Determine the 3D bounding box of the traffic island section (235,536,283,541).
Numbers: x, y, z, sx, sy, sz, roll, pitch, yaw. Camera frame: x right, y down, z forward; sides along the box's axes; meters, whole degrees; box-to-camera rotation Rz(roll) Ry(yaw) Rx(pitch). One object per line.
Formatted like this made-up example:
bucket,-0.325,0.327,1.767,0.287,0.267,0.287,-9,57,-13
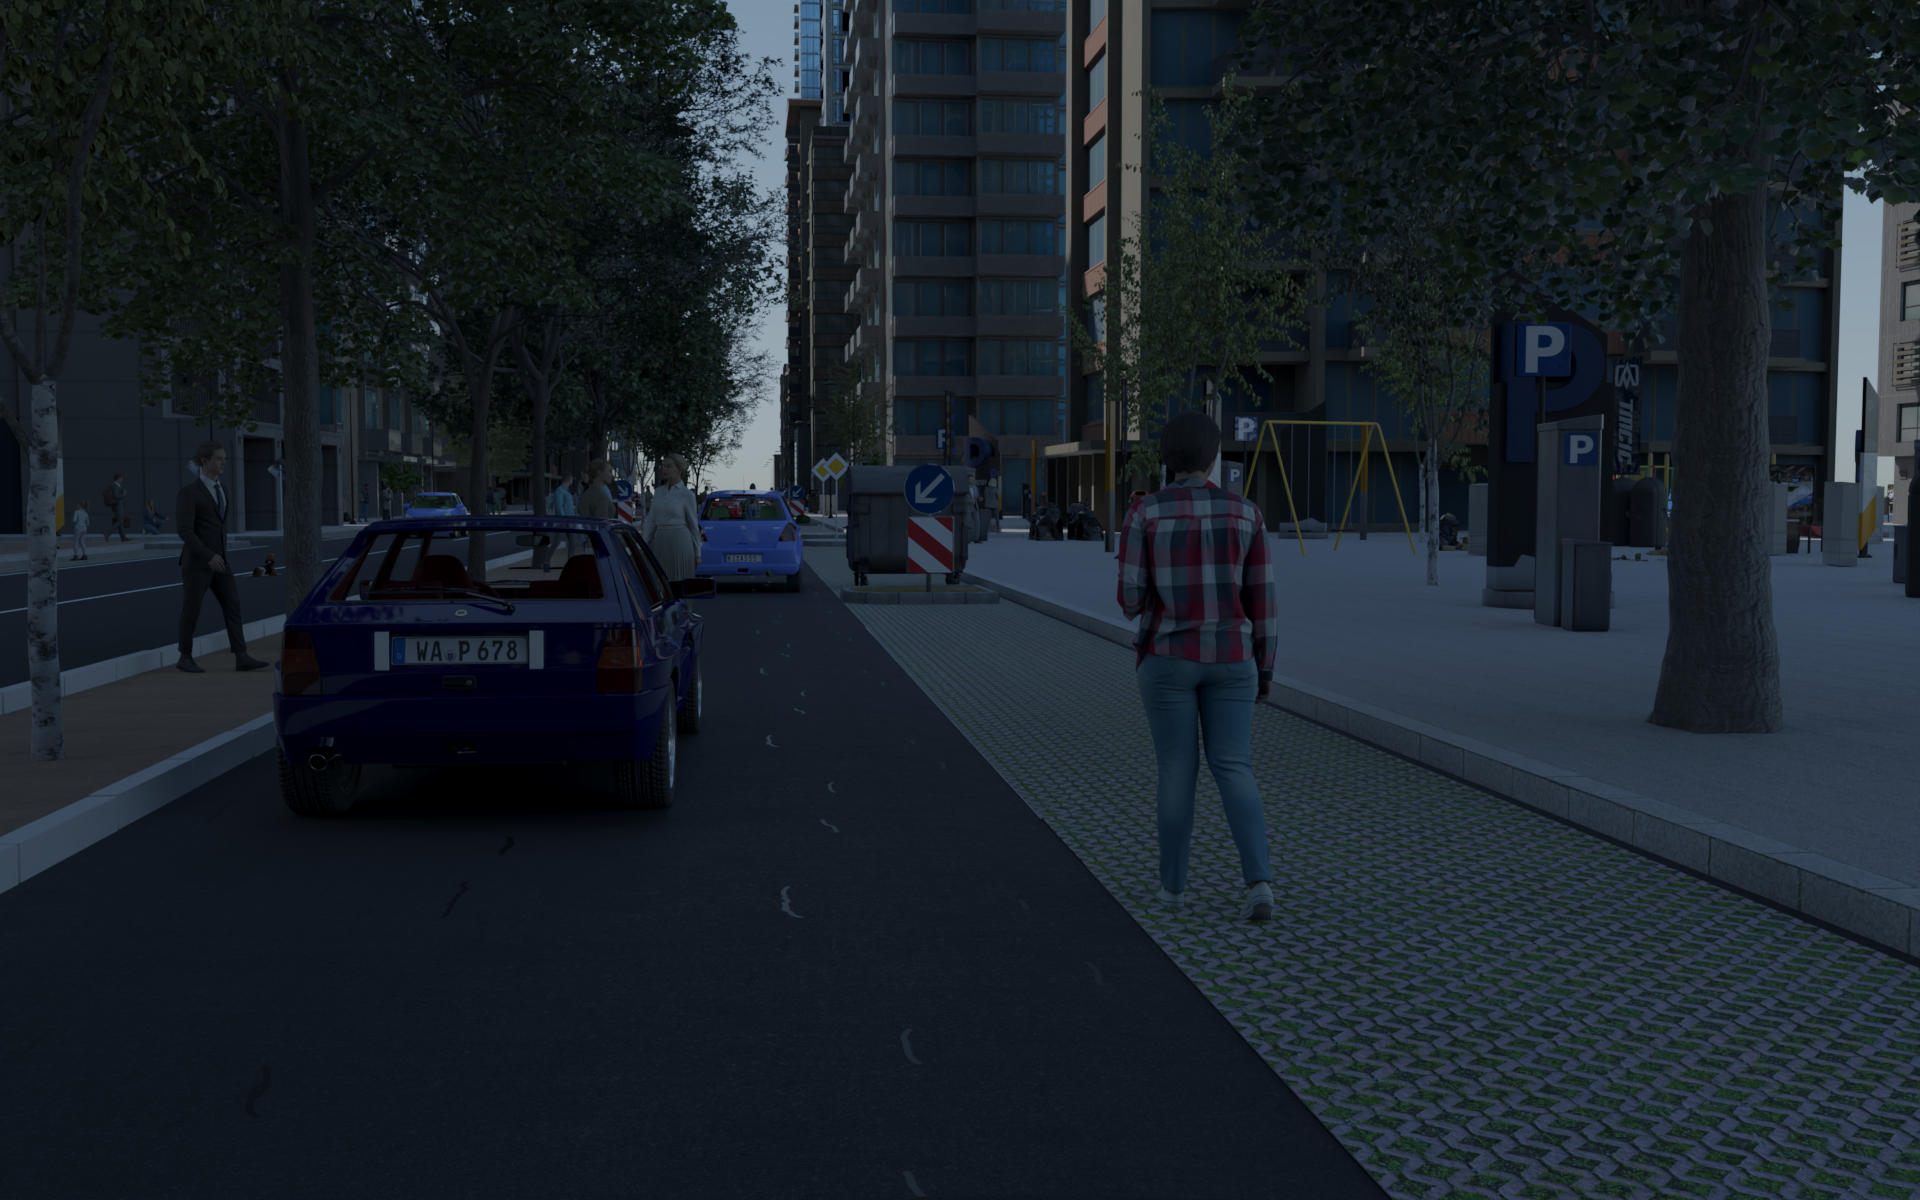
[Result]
traffic island section,-21.195,-1.944,54.057,2.009,0.180,2.903,0,4,-7

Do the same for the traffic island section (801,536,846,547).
traffic island section,-3.392,-1.587,48.225,2.009,0.180,2.903,0,4,-7

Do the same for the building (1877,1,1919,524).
building,46.782,-23.453,67.048,14.086,41.232,14.154,0,4,-7

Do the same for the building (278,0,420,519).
building,-41.981,-29.148,96.183,23.786,49.044,30.456,0,4,-7

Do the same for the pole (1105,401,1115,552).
pole,3.300,-2.706,38.078,0.158,3.312,0.155,0,3,0

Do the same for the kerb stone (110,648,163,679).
kerb stone,-6.567,0.518,13.726,0.120,0.150,1.000,0,4,-7

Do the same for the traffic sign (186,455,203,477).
traffic sign,-20.181,-2.684,46.070,0.795,2.593,0.064,0,4,-7

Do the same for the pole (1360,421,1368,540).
pole,11.258,-3.328,48.261,0.158,3.312,0.155,0,3,0

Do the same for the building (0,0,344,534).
building,-34.694,-38.192,62.685,20.563,71.187,20.611,0,4,-7

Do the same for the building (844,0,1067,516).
building,3.873,-30.305,115.099,23.786,49.044,30.456,0,4,-7

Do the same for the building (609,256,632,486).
building,-59.753,-43.491,253.082,21.231,58.520,28.212,0,4,-7

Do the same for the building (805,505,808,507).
building,-3.920,-51.882,160.942,22.319,86.520,31.000,0,4,-7

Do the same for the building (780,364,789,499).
building,-11.315,-24.485,245.367,27.650,21.520,28.899,0,4,-7

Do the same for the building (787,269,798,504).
building,-15.094,-27.566,222.403,14.160,30.474,14.107,0,4,-7

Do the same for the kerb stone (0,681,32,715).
kerb stone,-6.301,0.643,11.680,0.120,0.150,1.000,0,4,-7

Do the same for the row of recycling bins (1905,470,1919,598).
row of recycling bins,12.711,-0.801,20.205,1.069,1.692,3.534,-2,4,-24

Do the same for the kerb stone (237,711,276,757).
kerb stone,-3.960,0.751,9.916,0.120,0.150,1.000,0,4,-7

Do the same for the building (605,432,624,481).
building,-56.416,-36.983,224.280,23.786,49.044,30.456,0,4,-7

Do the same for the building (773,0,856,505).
building,-18.262,-58.745,273.143,22.319,86.520,31.000,0,4,-7

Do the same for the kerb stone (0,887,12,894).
kerb stone,-3.456,1.002,5.855,0.120,0.150,1.000,0,4,-7

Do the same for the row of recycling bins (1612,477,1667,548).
row of recycling bins,16.332,-2.204,43.149,1.069,1.692,3.534,-1,4,-11

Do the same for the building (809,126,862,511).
building,-5.130,-22.515,139.815,14.160,30.474,14.107,0,4,-7

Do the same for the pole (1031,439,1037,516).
pole,2.764,-4.337,64.759,0.158,3.312,0.155,0,3,0

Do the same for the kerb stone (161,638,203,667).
kerb stone,-6.685,0.465,14.743,0.120,0.150,1.000,0,4,-7

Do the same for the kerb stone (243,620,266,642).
kerb stone,-6.947,0.331,16.776,0.120,0.150,1.000,0,4,-7

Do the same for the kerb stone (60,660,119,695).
kerb stone,-6.434,0.580,12.706,0.120,0.150,1.000,0,4,-7

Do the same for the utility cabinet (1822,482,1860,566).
utility cabinet,15.763,-1.364,30.976,0.318,1.500,1.173,1,4,13

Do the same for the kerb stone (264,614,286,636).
kerb stone,-7.068,0.269,17.791,0.120,0.150,1.000,0,4,-7

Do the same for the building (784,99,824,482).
building,-8.192,-32.864,191.957,22.147,44.769,28.867,0,4,-7

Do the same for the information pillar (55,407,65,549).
information pillar,-21.194,-3.000,40.403,0.183,3.616,0.504,2,4,32

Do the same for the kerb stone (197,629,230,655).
kerb stone,-6.811,0.398,15.758,0.120,0.150,1.000,0,4,-7

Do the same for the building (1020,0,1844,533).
building,17.161,-25.177,66.265,28.867,44.769,22.147,0,4,-7

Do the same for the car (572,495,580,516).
car,-17.620,-4.358,81.036,2.009,1.686,4.222,0,4,-8

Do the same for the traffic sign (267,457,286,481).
traffic sign,-21.172,-3.168,53.993,0.795,2.593,0.064,0,4,-7

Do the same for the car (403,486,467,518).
car,-17.308,-2.910,57.170,1.945,1.707,3.694,0,4,-8

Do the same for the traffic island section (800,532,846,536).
traffic island section,-4.383,-2.071,56.148,2.009,0.180,2.903,0,4,-7

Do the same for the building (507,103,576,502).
building,-48.811,-31.203,164.798,22.147,44.769,28.867,0,4,-7

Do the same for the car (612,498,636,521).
car,-18.205,-4.854,91.718,2.083,1.381,4.827,0,4,-7

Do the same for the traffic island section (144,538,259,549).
traffic island section,-20.203,-1.459,46.134,2.009,0.180,2.903,0,4,-7

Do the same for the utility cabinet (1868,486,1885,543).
utility cabinet,23.071,-2.182,44.349,1.173,1.500,0.318,-1,4,-15

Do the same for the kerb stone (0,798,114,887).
kerb stone,-3.584,0.941,6.869,0.120,0.150,1.000,0,4,-7

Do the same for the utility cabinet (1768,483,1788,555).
utility cabinet,17.028,-1.703,36.528,0.318,1.500,1.173,0,4,0

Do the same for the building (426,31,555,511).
building,-49.825,-27.299,138.225,32.217,40.220,23.993,0,4,-7

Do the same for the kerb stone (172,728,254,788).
kerb stone,-3.844,0.813,8.900,0.120,0.150,1.000,0,4,-7

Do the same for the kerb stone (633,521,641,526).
kerb stone,-14.778,-3.493,79.340,0.120,0.150,1.000,0,4,-7

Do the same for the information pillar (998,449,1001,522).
information pillar,1.719,-5.449,80.452,0.183,3.616,0.504,-3,5,-42

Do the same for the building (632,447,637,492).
building,-58.969,-38.214,274.913,14.600,45.320,14.200,0,4,-7

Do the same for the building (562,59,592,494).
building,-51.195,-34.694,190.946,21.300,48.544,21.600,0,4,-7

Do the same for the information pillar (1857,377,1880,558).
information pillar,18.242,-2.656,34.783,0.504,3.616,0.183,-2,4,-32

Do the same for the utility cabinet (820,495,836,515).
utility cabinet,-8.246,-5.940,108.284,1.020,1.237,0.306,-2,4,-24

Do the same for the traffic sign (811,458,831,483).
traffic sign,-4.406,-3.295,56.063,0.795,2.593,0.064,0,4,-7

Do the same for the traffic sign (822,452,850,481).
traffic sign,-3.414,-2.810,48.139,0.795,2.593,0.064,0,4,-7

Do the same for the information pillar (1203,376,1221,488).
information pillar,5.020,-2.645,34.597,0.504,3.616,0.183,-3,5,-44

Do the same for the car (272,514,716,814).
car,-2.295,0.208,9.172,1.945,1.354,3.894,0,4,-6

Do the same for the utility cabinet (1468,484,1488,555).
utility cabinet,11.050,-1.660,35.813,0.318,1.500,1.173,-2,4,-30

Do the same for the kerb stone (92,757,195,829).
kerb stone,-3.715,0.875,7.886,0.120,0.150,1.000,0,4,-7
